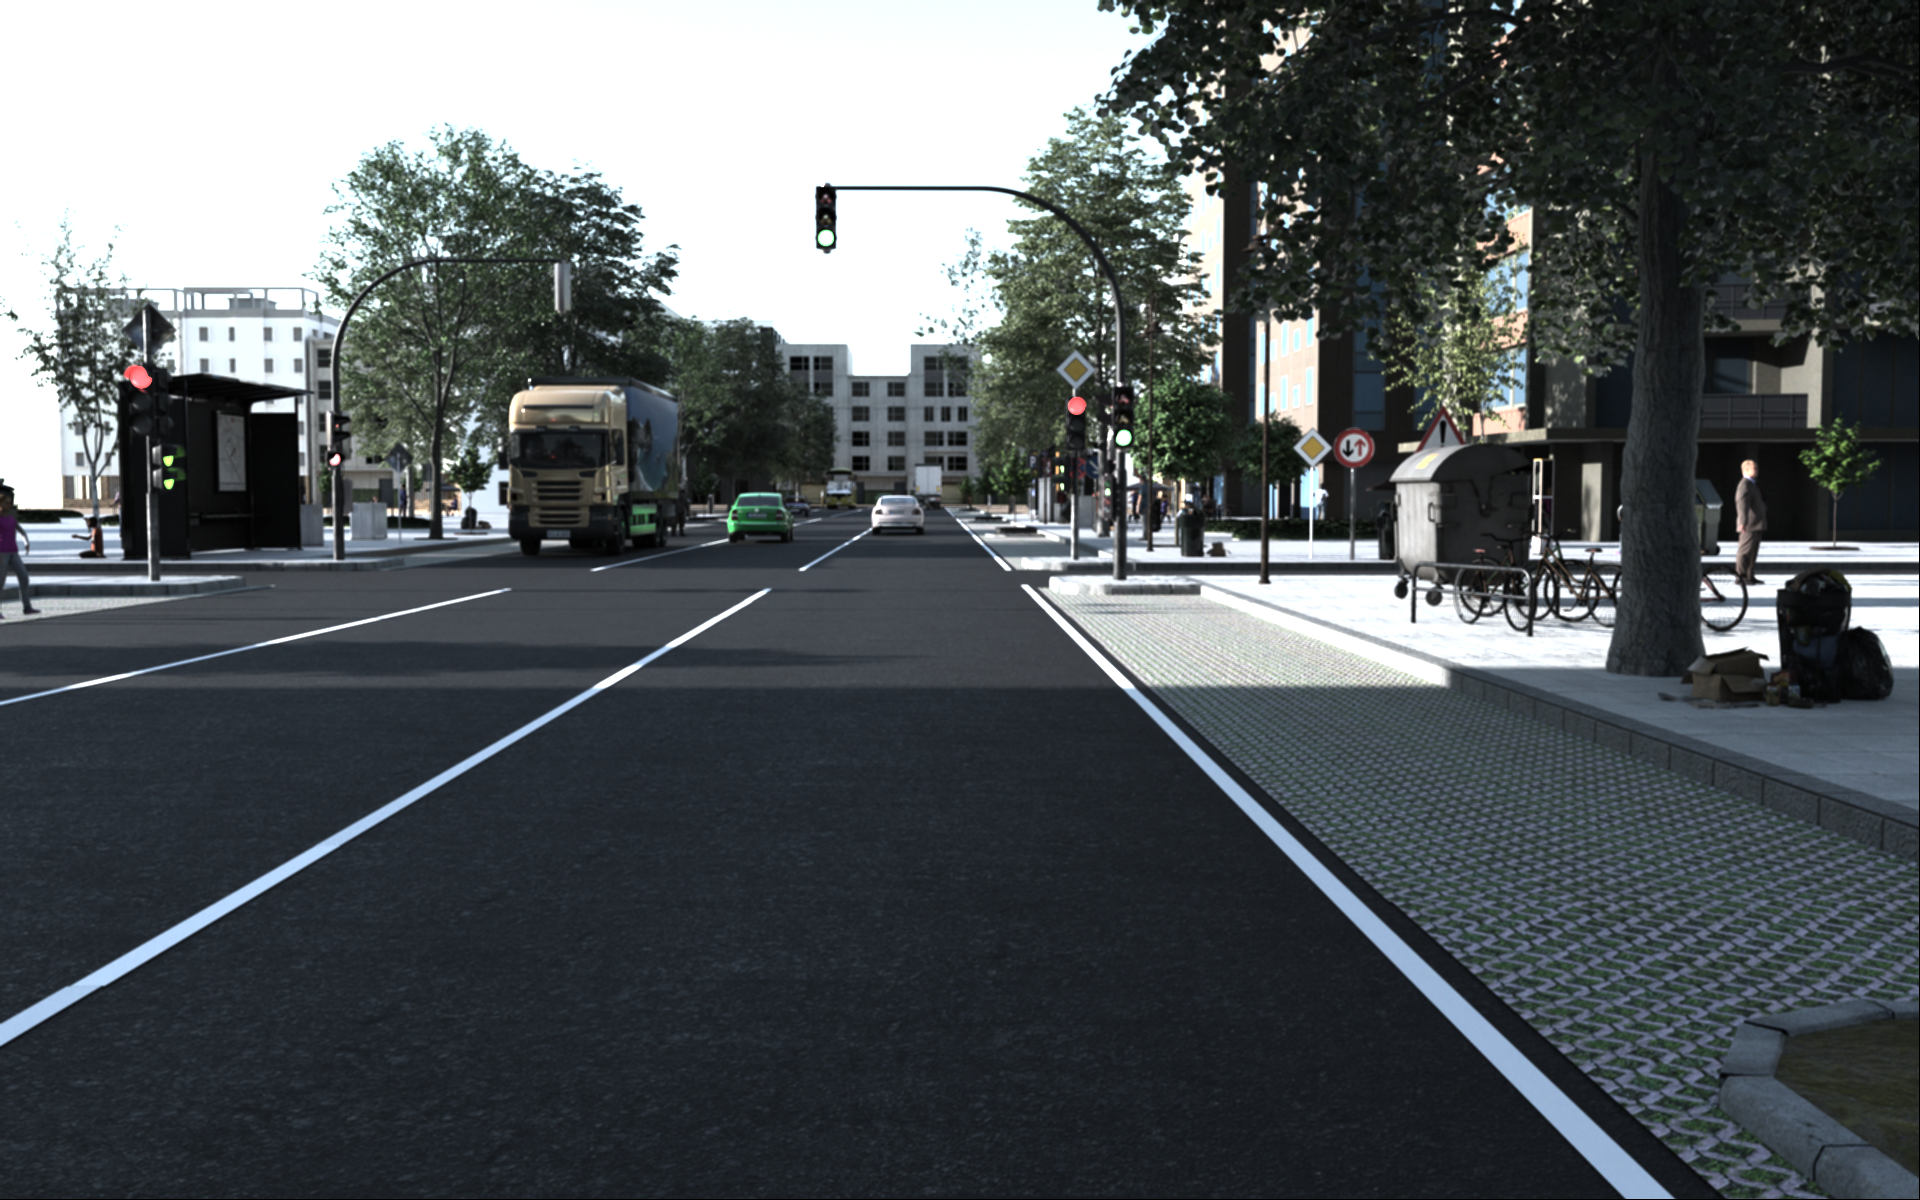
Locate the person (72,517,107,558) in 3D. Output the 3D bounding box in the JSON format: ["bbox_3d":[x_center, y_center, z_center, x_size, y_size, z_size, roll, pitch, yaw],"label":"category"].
[{"bbox_3d":[-17.429,-1.244,34.663,0.655,0.850,0.859,-1,4,-22],"label":"person"}]

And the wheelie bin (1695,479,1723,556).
[{"bbox_3d":[15.338,-1.717,35.973,0.980,1.594,0.693,-2,4,-34],"label":"wheelie bin"}]

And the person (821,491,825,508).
[{"bbox_3d":[-14.101,-10.409,179.422,0.721,1.736,1.217,0,4,-5],"label":"person"}]

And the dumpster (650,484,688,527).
[{"bbox_3d":[-12.503,-3.988,73.416,1.865,1.857,1.264,0,4,-1],"label":"dumpster"}]

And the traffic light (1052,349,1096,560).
[{"bbox_3d":[2.228,-2.741,33.742,0.839,4.253,0.868,0,4,-1],"label":"traffic light"}]

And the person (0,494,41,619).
[{"bbox_3d":[-10.783,-0.493,19.803,0.776,1.435,0.726,1,4,17],"label":"person"}]

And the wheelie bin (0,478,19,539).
[{"bbox_3d":[-18.598,-1.558,33.382,0.980,1.594,0.693,2,4,32],"label":"wheelie bin"}]

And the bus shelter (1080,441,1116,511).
[{"bbox_3d":[6.215,-5.353,78.806,1.731,3.624,6.357,0,4,-1],"label":"bus shelter"}]

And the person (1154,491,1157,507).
[{"bbox_3d":[9.524,-4.877,86.231,0.568,1.767,0.683,1,4,10],"label":"person"}]

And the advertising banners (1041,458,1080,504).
[{"bbox_3d":[4.949,-5.346,83.602,2.074,3.025,0.090,0,4,6],"label":"advertising banners"}]

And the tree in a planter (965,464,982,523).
[{"bbox_3d":[1.401,-5.449,86.310,1.991,3.239,1.994,0,4,-1],"label":"tree in a planter"}]

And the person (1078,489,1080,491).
[{"bbox_3d":[11.240,-9.682,165.067,0.721,1.735,1.217,2,4,29],"label":"person"}]

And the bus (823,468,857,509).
[{"bbox_3d":[-11.253,-10.584,164.598,2.896,3.916,12.252,0,4,-1],"label":"bus"}]

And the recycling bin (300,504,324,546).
[{"bbox_3d":[-16.149,-1.851,42.819,0.722,1.027,0.722,-2,4,-25],"label":"recycling bin"}]

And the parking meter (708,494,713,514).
[{"bbox_3d":[-15.714,-6.162,109.151,0.372,1.533,0.369,0,3,0],"label":"parking meter"}]

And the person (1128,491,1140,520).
[{"bbox_3d":[8.485,-4.639,84.579,0.600,1.496,0.574,2,4,27],"label":"person"}]

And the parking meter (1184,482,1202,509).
[{"bbox_3d":[4.963,-1.744,36.924,0.372,1.533,0.369,0,3,0],"label":"parking meter"}]

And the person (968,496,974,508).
[{"bbox_3d":[0.839,-7.871,140.445,0.557,1.426,1.065,1,4,21],"label":"person"}]

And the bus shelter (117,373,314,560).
[{"bbox_3d":[-15.593,-2.779,36.712,1.731,3.624,6.357,0,4,-1],"label":"bus shelter"}]

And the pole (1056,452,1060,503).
[{"bbox_3d":[4.774,-5.528,84.219,0.158,3.312,0.155,0,3,0],"label":"pole"}]

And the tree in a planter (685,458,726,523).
[{"bbox_3d":[-12.592,-5.376,85.125,1.991,3.239,1.994,0,4,-1],"label":"tree in a planter"}]

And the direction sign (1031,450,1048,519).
[{"bbox_3d":[4.061,-5.913,88.667,0.876,3.537,0.379,1,4,10],"label":"direction sign"}]

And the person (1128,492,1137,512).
[{"bbox_3d":[12.526,-7.279,125.576,0.721,1.766,1.217,-2,4,-23],"label":"person"}]

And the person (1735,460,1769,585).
[{"bbox_3d":[11.223,-1.096,24.512,0.434,1.755,0.990,3,5,41],"label":"person"}]

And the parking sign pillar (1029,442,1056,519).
[{"bbox_3d":[4.330,-6.225,90.243,1.447,3.967,1.447,-2,4,-32],"label":"parking sign pillar"}]

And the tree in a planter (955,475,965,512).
[{"bbox_3d":[0.586,-8.484,135.930,1.991,3.239,1.994,0,4,-1],"label":"tree in a planter"}]

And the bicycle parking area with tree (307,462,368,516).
[{"bbox_3d":[-38.293,-6.929,100.290,8.231,4.147,9.016,-2,4,-25],"label":"bicycle parking area with tree"}]

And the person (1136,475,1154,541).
[{"bbox_3d":[5.072,-2.537,47.654,0.598,1.807,0.434,-2,4,-35],"label":"person"}]

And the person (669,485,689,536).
[{"bbox_3d":[-9.514,-3.036,58.696,0.434,1.755,0.990,3,4,38],"label":"person"}]

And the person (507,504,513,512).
[{"bbox_3d":[-17.564,-3.652,68.024,0.482,1.546,0.388,-2,4,-26],"label":"person"}]

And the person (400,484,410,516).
[{"bbox_3d":[-25.369,-4.426,79.110,0.576,1.737,0.504,2,4,27],"label":"person"}]

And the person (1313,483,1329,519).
[{"bbox_3d":[14.944,-3.970,71.672,0.376,1.734,0.841,-3,5,-42],"label":"person"}]

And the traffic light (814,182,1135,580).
[{"bbox_3d":[0.269,-3.114,25.583,4.771,5.953,1.251,0,4,-1],"label":"traffic light"}]

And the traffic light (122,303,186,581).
[{"bbox_3d":[-11.900,-2.238,25.509,0.839,4.253,0.868,0,4,-1],"label":"traffic light"}]

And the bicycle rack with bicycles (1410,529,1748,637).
[{"bbox_3d":[5.717,-0.216,16.907,2.852,0.926,2.925,-1,4,-20],"label":"bicycle rack with bicycles"}]

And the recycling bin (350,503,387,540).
[{"bbox_3d":[-17.098,-2.299,50.145,0.722,1.027,0.722,2,4,32],"label":"recycling bin"}]

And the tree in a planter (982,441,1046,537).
[{"bbox_3d":[1.865,-3.743,58.428,1.991,3.239,1.994,0,4,-1],"label":"tree in a planter"}]

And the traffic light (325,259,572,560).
[{"bbox_3d":[-9.941,-3.602,33.563,4.771,5.953,1.251,0,4,-1],"label":"traffic light"}]

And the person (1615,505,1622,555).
[{"bbox_3d":[13.485,-1.577,35.066,0.726,1.435,0.776,-1,4,-13],"label":"person"}]

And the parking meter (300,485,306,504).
[{"bbox_3d":[-17.116,-2.226,44.814,0.372,1.533,0.369,0,3,0],"label":"parking meter"}]

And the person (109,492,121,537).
[{"bbox_3d":[-24.859,-2.665,51.571,0.963,1.587,0.435,-3,4,-38],"label":"person"}]

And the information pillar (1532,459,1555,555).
[{"bbox_3d":[12.231,-1.947,36.323,0.304,2.012,0.304,-1,4,-12],"label":"information pillar"}]

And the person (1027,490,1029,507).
[{"bbox_3d":[6.916,-10.251,173.730,1.350,1.814,0.705,2,4,33],"label":"person"}]

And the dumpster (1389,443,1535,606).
[{"bbox_3d":[5.932,-0.902,20.501,1.264,1.857,1.865,0,4,-1],"label":"dumpster"}]

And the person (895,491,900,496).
[{"bbox_3d":[-6.528,-10.609,182.678,1.217,1.735,0.721,-3,5,-44],"label":"person"}]
